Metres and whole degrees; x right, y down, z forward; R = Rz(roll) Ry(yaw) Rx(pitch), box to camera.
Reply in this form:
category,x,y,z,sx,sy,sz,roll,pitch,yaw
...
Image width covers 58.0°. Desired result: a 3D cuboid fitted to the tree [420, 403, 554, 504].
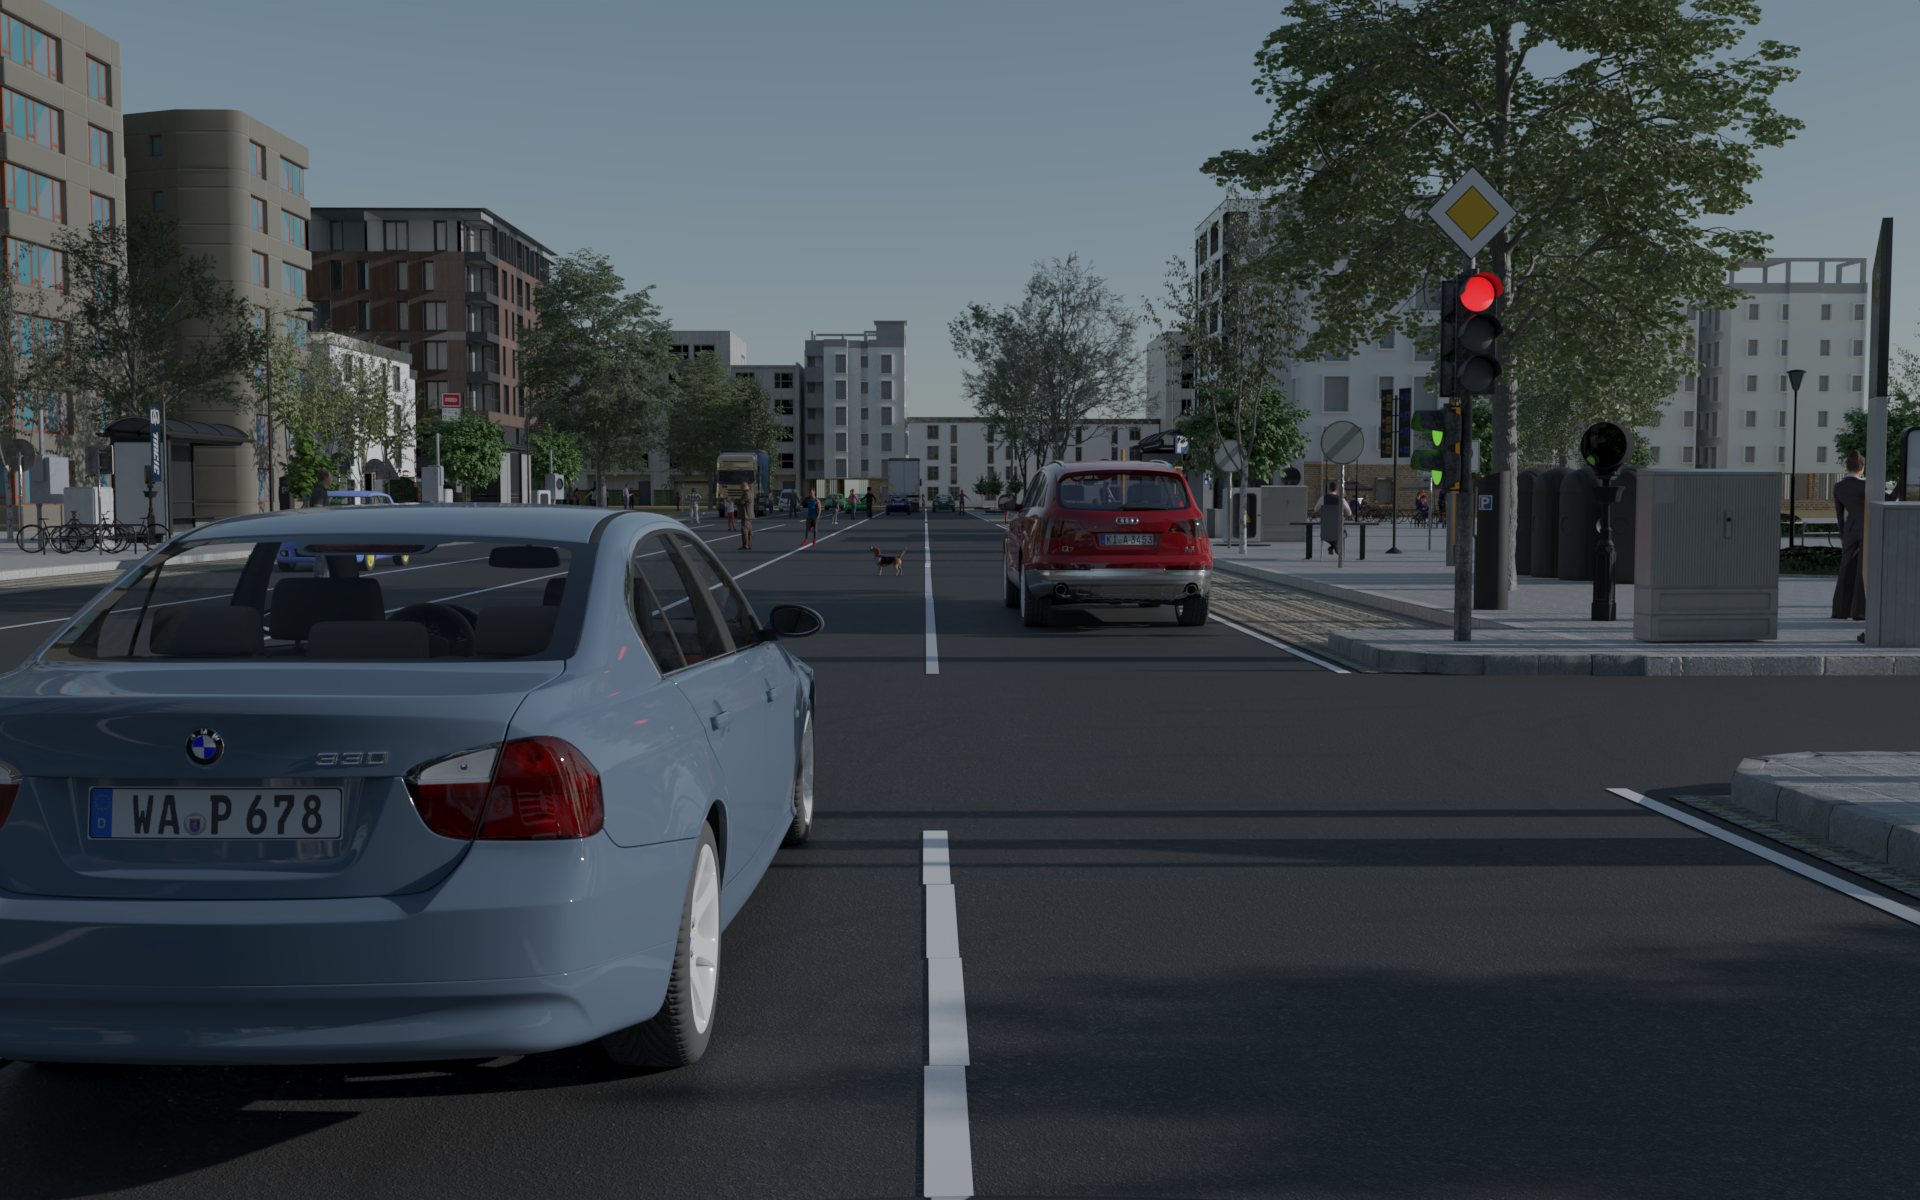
category,x,y,z,sx,sy,sz,roll,pitch,yaw
tree,-17.880,-4.844,62.919,4.285,4.588,4.351,0,3,0

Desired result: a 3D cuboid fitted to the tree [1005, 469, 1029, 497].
category,x,y,z,sx,sy,sz,roll,pitch,yaw
tree,4.229,-8.521,133.924,1.663,3.219,1.824,0,3,0

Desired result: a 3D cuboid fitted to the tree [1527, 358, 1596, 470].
category,x,y,z,sx,sy,sz,roll,pitch,yaw
tree,30.080,-8.362,87.076,4.360,8.622,3.978,0,3,0

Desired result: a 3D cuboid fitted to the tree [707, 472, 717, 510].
category,x,y,z,sx,sy,sz,roll,pitch,yaw
tree,-20.115,-9.072,142.925,1.663,3.219,1.824,0,3,0

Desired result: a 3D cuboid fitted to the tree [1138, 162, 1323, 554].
category,x,y,z,sx,sy,sz,roll,pitch,yaw
tree,6.025,-5.307,37.131,4.360,8.622,3.978,0,3,0

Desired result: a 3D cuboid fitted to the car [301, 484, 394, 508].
category,x,y,z,sx,sy,sz,roll,pitch,yaw
car,-11.884,-1.457,33.407,1.945,1.707,3.694,0,4,-3

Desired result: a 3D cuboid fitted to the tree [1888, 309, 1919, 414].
category,x,y,z,sx,sy,sz,roll,pitch,yaw
tree,36.953,-7.007,64.927,4.737,8.622,4.395,0,3,0

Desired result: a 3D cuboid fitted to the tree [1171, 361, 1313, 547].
category,x,y,z,sx,sy,sz,roll,pitch,yaw
tree,6.981,-3.625,42.982,4.285,4.588,4.351,0,3,0

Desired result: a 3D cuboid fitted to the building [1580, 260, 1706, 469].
category,x,y,z,sx,sy,sz,roll,pitch,yaw
building,52.956,-17.672,145.360,11.380,20.091,16.016,0,4,-1

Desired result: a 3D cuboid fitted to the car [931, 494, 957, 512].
category,x,y,z,sx,sy,sz,roll,pitch,yaw
car,-1.279,-7.689,137.519,2.131,1.459,4.920,0,4,0

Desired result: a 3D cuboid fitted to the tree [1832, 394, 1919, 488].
category,x,y,z,sx,sy,sz,roll,pitch,yaw
tree,29.860,-4.412,55.844,4.285,4.588,4.351,0,3,0

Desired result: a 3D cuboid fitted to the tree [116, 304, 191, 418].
category,x,y,z,sx,sy,sz,roll,pitch,yaw
tree,-29.839,-6.815,61.794,4.360,8.622,3.978,0,3,0

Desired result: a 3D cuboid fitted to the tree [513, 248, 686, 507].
category,x,y,z,sx,sy,sz,roll,pitch,yaw
tree,-18.553,-11.183,89.503,9.857,13.997,8.962,0,3,0

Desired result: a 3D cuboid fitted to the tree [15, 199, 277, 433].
category,x,y,z,sx,sy,sz,roll,pitch,yaw
tree,-25.295,-7.328,54.219,8.767,10.594,7.601,0,4,3

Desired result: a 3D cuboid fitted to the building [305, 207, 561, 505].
category,x,y,z,sx,sy,sz,roll,pitch,yaw
building,-50.329,-17.952,137.487,32.646,21.610,27.936,0,4,-1

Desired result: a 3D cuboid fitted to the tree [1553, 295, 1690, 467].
category,x,y,z,sx,sy,sz,roll,pitch,yaw
tree,22.612,-6.703,59.949,4.737,8.622,4.395,0,3,0

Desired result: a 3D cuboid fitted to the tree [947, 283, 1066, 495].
category,x,y,z,sx,sy,sz,roll,pitch,yaw
tree,6.122,-18.210,153.618,12.611,20.169,13.585,0,3,0

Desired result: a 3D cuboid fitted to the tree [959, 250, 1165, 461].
category,x,y,z,sx,sy,sz,roll,pitch,yaw
tree,5.087,-10.852,87.805,12.009,13.543,11.850,0,3,0

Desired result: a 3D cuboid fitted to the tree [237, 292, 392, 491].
category,x,y,z,sx,sy,sz,roll,pitch,yaw
tree,-24.578,-6.957,64.104,4.737,8.622,4.395,0,3,0

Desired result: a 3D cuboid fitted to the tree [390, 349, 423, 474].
category,x,y,z,sx,sy,sz,roll,pitch,yaw
tree,-27.977,-7.965,80.593,4.737,8.622,4.395,0,3,0

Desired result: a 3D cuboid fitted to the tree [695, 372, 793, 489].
category,x,y,z,sx,sy,sz,roll,pitch,yaw
tree,-20.312,-14.996,162.187,9.611,12.733,9.660,0,3,0

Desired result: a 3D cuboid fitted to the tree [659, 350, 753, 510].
category,x,y,z,sx,sy,sz,roll,pitch,yaw
tree,-20.190,-13.377,136.836,7.486,12.596,7.792,0,3,0

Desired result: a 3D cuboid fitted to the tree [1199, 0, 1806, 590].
category,x,y,z,sx,sy,sz,roll,pitch,yaw
tree,7.115,-6.433,23.306,7.486,12.596,7.792,0,3,0

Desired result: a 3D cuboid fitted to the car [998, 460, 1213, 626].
category,x,y,z,sx,sy,sz,roll,pitch,yaw
car,1.621,-0.712,20.314,2.281,1.827,5.304,0,4,-2

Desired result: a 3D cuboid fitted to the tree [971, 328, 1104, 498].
category,x,y,z,sx,sy,sz,roll,pitch,yaw
tree,5.034,-11.109,107.391,9.928,11.665,9.643,0,3,0

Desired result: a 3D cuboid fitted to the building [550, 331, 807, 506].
category,x,y,z,sx,sy,sz,roll,pitch,yaw
building,-33.401,-20.136,195.685,31.486,18.905,16.747,0,4,-1

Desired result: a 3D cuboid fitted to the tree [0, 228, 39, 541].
category,x,y,z,sx,sy,sz,roll,pitch,yaw
tree,-25.644,-5.890,46.661,4.360,8.622,3.978,0,3,0

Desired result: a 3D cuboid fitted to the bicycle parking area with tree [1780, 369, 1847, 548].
category,x,y,z,sx,sy,sz,roll,pitch,yaw
bicycle parking area with tree,20.058,-3.095,37.608,9.016,4.147,8.231,0,4,-8

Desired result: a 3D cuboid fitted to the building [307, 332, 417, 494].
category,x,y,z,sx,sy,sz,roll,pitch,yaw
building,-37.383,-9.892,103.886,9.099,9.664,28.070,0,4,-1

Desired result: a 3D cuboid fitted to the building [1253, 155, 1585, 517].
category,x,y,z,sx,sy,sz,roll,pitch,yaw
building,26.607,-15.058,102.623,16.016,20.091,11.380,0,4,-1

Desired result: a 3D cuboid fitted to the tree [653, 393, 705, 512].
category,x,y,z,sx,sy,sz,roll,pitch,yaw
tree,-20.371,-10.753,126.170,4.360,8.622,3.978,0,3,0

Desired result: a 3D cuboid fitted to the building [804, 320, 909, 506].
category,x,y,z,sx,sy,sz,roll,pitch,yaw
building,-11.565,-20.718,195.160,11.380,20.091,16.016,0,4,-1

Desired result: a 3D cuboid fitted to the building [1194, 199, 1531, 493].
category,x,y,z,sx,sy,sz,roll,pitch,yaw
building,31.983,-17.903,136.695,27.936,21.610,32.646,0,4,-1

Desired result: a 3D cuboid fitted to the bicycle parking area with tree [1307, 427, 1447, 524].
category,x,y,z,sx,sy,sz,roll,pitch,yaw
bicycle parking area with tree,17.072,-5.493,76.814,9.016,4.147,8.231,1,4,11

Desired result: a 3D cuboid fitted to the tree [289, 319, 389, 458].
category,x,y,z,sx,sy,sz,roll,pitch,yaw
tree,-26.725,-7.559,73.952,4.360,8.622,3.978,0,3,0

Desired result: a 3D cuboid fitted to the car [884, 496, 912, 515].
category,x,y,z,sx,sy,sz,roll,pitch,yaw
car,-4.244,-6.523,119.233,1.945,1.354,3.894,0,4,-2

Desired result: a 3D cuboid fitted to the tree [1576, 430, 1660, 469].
category,x,y,z,sx,sy,sz,roll,pitch,yaw
tree,28.489,-5.568,74.756,4.285,4.588,4.351,0,3,0

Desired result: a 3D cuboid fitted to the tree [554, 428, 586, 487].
category,x,y,z,sx,sy,sz,roll,pitch,yaw
tree,-19.108,-5.939,80.822,4.285,4.588,4.351,0,3,0

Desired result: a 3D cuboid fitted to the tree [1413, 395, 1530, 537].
category,x,y,z,sx,sy,sz,roll,pitch,yaw
tree,15.530,-4.213,52.592,4.285,4.588,4.351,0,3,0

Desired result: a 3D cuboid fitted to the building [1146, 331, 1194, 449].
category,x,y,z,sx,sy,sz,roll,pitch,yaw
building,37.917,-20.199,196.710,31.486,18.905,16.747,0,4,-1

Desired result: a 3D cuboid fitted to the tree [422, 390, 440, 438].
category,x,y,z,sx,sy,sz,roll,pitch,yaw
tree,-28.519,-8.336,86.650,4.737,8.622,4.395,0,3,0

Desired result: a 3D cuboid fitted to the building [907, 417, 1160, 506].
category,x,y,z,sx,sy,sz,roll,pitch,yaw
building,8.211,-15.350,193.118,28.070,9.664,9.099,0,4,-1

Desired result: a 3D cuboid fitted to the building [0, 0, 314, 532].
category,x,y,z,sx,sy,sz,roll,pitch,yaw
building,-46.095,-13.905,72.394,27.650,21.520,28.899,0,4,-1

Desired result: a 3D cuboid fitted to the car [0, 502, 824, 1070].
category,x,y,z,sx,sy,sz,roll,pitch,yaw
car,-1.491,0.390,5.632,2.014,1.417,4.499,0,4,0

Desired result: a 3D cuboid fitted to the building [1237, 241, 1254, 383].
category,x,y,z,sx,sy,sz,roll,pitch,yaw
building,26.699,-15.778,114.397,16.016,20.091,11.380,0,4,-1

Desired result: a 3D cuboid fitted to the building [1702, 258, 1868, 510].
category,x,y,z,sx,sy,sz,roll,pitch,yaw
building,66.260,-17.674,145.390,11.380,20.091,16.016,0,4,-1
